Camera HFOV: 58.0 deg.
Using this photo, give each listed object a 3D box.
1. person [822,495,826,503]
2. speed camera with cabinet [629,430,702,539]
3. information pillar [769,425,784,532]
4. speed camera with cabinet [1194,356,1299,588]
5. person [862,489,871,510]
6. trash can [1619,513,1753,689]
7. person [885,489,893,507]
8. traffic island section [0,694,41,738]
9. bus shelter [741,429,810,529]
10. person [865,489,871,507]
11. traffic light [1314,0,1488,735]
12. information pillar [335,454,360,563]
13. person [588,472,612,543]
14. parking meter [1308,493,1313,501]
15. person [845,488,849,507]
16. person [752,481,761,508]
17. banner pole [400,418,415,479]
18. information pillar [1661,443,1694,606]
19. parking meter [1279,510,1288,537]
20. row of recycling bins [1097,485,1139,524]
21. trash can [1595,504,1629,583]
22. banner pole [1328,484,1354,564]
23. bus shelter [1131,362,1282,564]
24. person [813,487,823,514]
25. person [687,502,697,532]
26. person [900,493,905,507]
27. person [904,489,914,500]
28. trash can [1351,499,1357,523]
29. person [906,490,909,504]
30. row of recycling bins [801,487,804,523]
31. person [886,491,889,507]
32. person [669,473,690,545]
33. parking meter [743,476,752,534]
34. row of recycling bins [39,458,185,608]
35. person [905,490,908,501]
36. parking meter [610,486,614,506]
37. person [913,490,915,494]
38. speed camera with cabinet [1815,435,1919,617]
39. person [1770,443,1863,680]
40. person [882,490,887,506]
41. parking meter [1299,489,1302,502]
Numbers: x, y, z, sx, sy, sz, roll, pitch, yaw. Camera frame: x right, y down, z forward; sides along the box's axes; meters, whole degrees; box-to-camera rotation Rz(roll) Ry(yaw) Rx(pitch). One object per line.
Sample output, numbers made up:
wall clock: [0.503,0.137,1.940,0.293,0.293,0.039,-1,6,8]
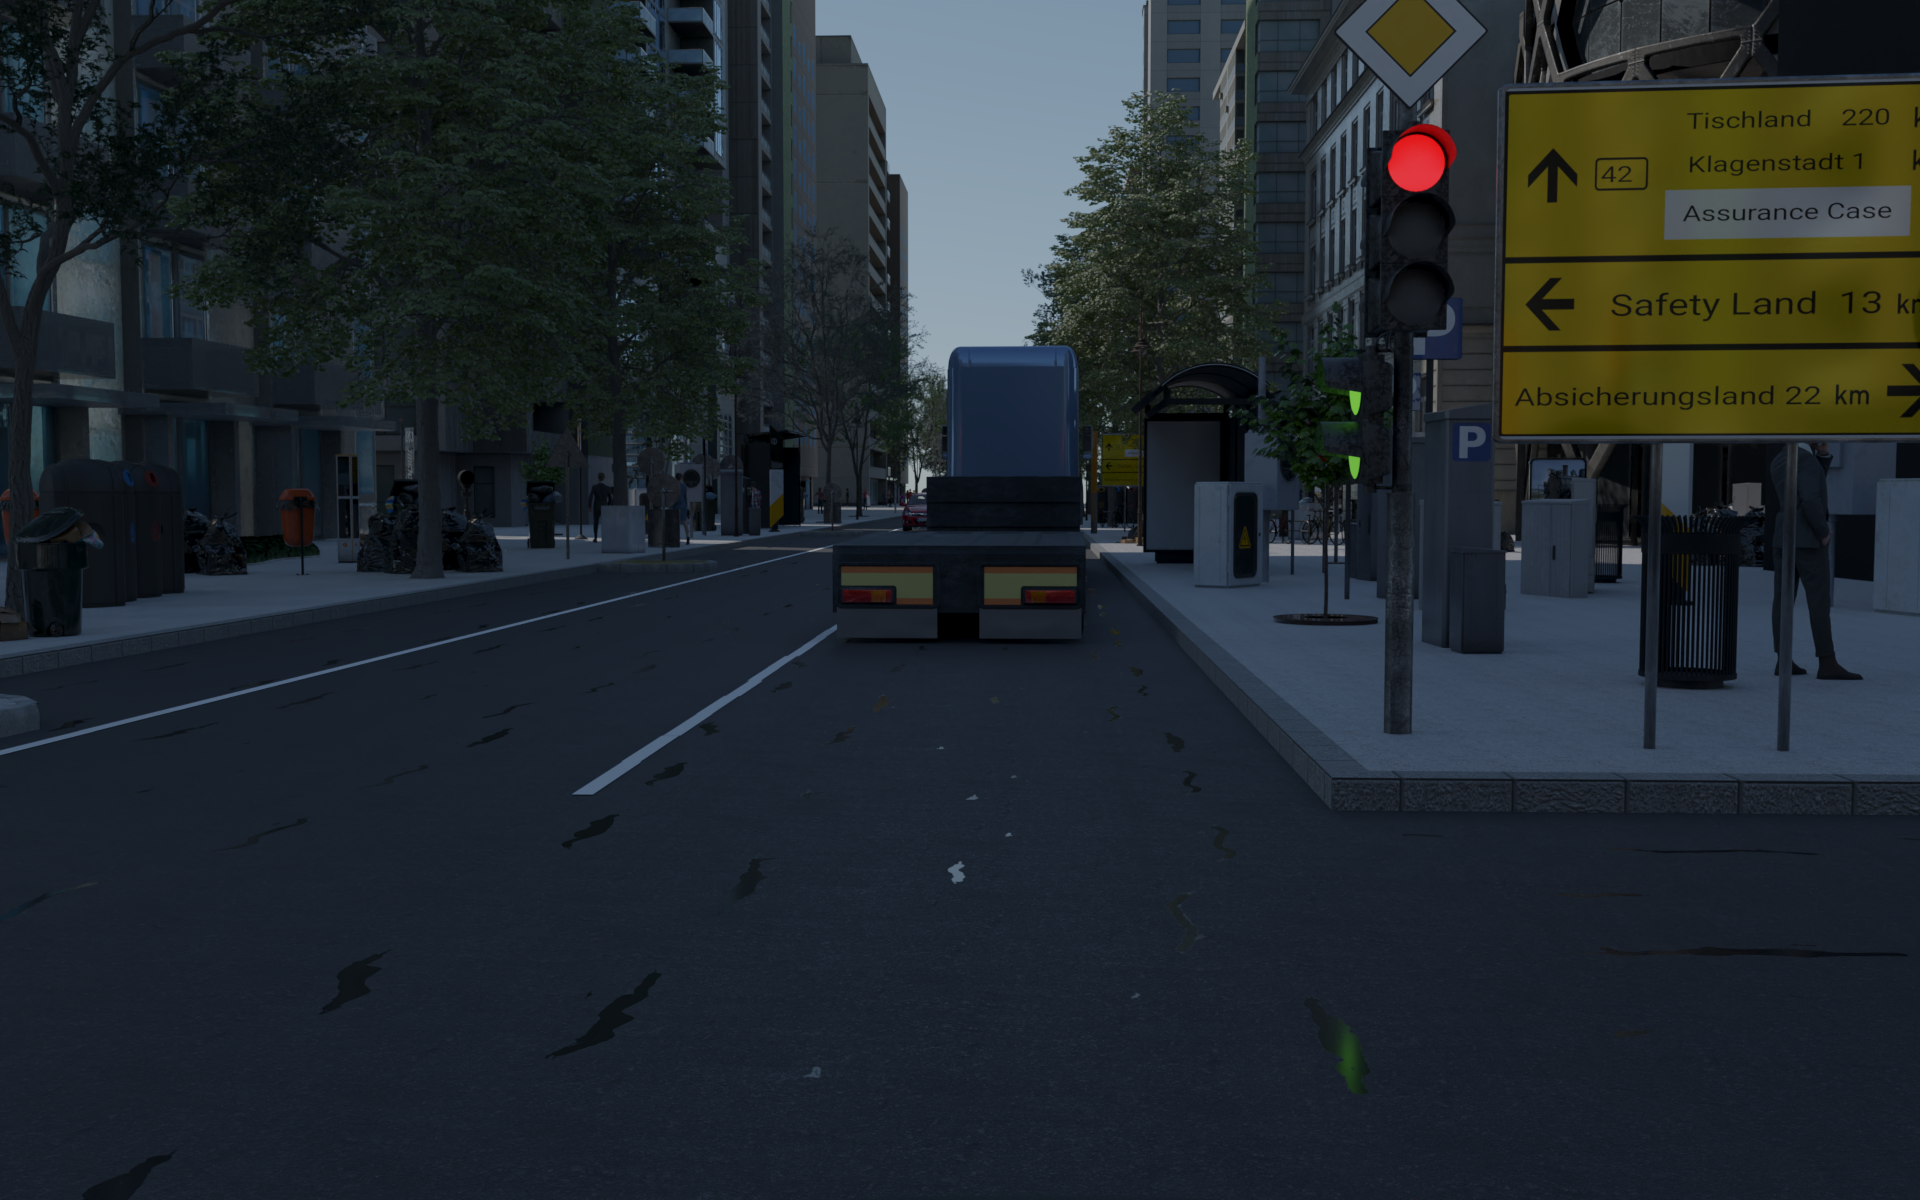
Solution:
person: [-9.599,-7.146,122.971,0.705,1.812,1.348,2,4,29]
speed camera with cabinet: [-8.526,-3.415,50.175,2.038,3.252,0.660,-2,4,-28]
information pillar: [-6.227,-4.115,58.642,0.504,3.616,0.183,-2,4,-32]
speed camera with cabinet: [4.054,-1.834,24.323,0.660,3.252,2.038,3,4,39]
person: [-7.862,-8.321,142.807,1.217,1.743,0.721,2,4,32]
trash can: [4.870,0.005,11.570,0.748,1.137,0.748,0,3,0]
person: [-6.951,-10.018,170.558,0.721,1.735,1.217,-3,4,-37]
traffic island section: [-6.658,0.768,9.727,2.009,0.180,2.903,0,4,3]
bus shelter: [-6.986,-4.572,66.036,1.731,3.624,6.357,0,4,3]
person: [-9.185,-10.101,171.861,0.621,1.740,0.551,-1,4,-8]
traffic light: [2.334,-1.240,9.196,0.839,4.253,0.868,0,4,3]
information pillar: [-11.389,-1.697,32.237,0.304,2.012,0.304,0,4,7]
person: [-9.495,-2.435,45.634,0.659,1.850,0.755,-1,4,-19]
parking meter: [14.195,-3.912,69.676,0.255,1.863,0.399,3,5,41]
person: [-11.375,-10.319,174.387,0.705,1.869,1.348,-1,4,-9]
person: [-7.123,-3.264,60.239,0.563,1.720,0.643,3,5,43]
banner pole: [-18.294,-4.115,57.301,0.863,3.779,0.401,2,4,35]
information pillar: [8.247,-1.753,20.021,0.183,3.616,0.504,-3,5,-39]
parking meter: [9.771,-2.667,52.015,0.372,1.533,0.369,0,3,0]
row of recycling bins: [7.326,-4.189,75.598,3.534,1.692,1.069,3,4,38]
trash can: [9.287,-0.823,25.107,0.748,1.137,0.748,0,3,0]
banner pole: [7.140,-2.557,31.825,0.863,3.779,0.401,-1,4,-15]
bus shelter: [4.046,-2.169,29.383,2.014,3.302,5.546,0,4,3]
person: [-9.060,-6.488,112.837,1.217,1.743,0.721,2,4,27]
person: [-9.106,-2.940,58.788,0.373,1.253,0.362,-2,4,-30]
person: [-5.904,-10.356,178.592,0.599,1.433,0.991,3,5,40]
person: [-5.092,-10.467,177.114,1.348,1.831,0.705,0,4,1]
trash can: [11.111,-2.210,47.786,0.748,1.137,0.748,0,3,0]
person: [-6.330,-12.543,211.566,0.568,1.767,0.683,-1,4,-21]
row of recycling bins: [-7.419,-4.259,76.743,1.069,1.692,3.534,0,4,-5]
person: [-7.341,-10.403,177.596,0.593,1.643,0.415,-1,4,-22]
person: [-7.075,-2.306,43.769,0.581,1.822,0.654,-2,4,-32]
parking meter: [-6.871,-3.043,55.467,0.399,1.863,0.255,3,4,36]
row of recycling bins: [-10.291,-0.852,21.040,1.069,1.692,3.534,-1,4,-10]
person: [-6.581,-12.609,212.884,0.721,1.739,1.217,1,4,11]
parking meter: [-9.735,-2.479,48.942,0.372,1.533,0.369,0,3,0]
person: [-5.325,-11.611,196.699,0.721,1.723,1.217,2,4,32]
speed camera with cabinet: [10.188,-1.498,18.826,0.660,3.252,2.038,-1,4,-9]
person: [5.985,-0.414,12.181,0.474,1.900,0.648,0,4,-6]
person: [-7.924,-10.768,183.020,0.541,1.710,0.530,1,4,11]
parking meter: [13.128,-3.603,67.320,0.372,1.533,0.369,0,3,0]
